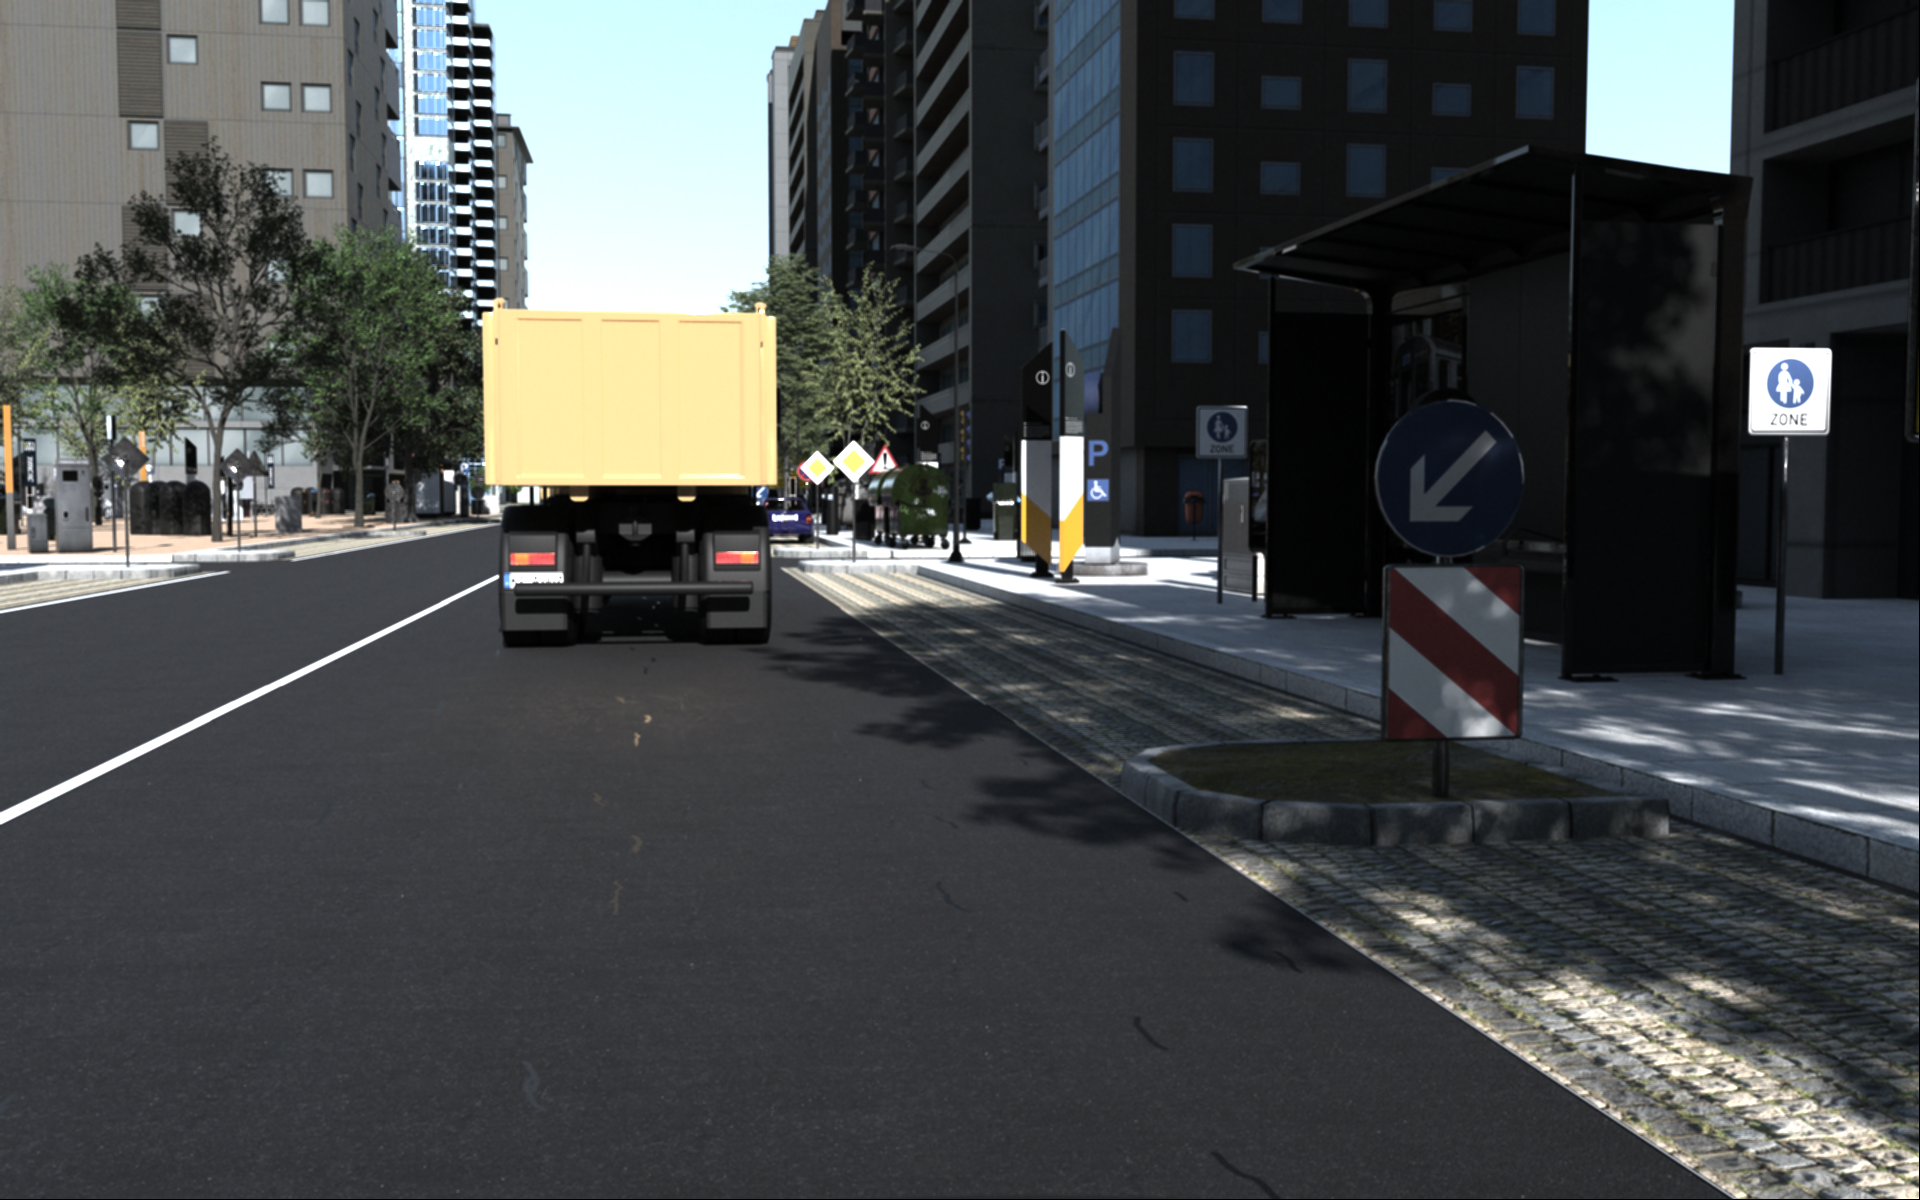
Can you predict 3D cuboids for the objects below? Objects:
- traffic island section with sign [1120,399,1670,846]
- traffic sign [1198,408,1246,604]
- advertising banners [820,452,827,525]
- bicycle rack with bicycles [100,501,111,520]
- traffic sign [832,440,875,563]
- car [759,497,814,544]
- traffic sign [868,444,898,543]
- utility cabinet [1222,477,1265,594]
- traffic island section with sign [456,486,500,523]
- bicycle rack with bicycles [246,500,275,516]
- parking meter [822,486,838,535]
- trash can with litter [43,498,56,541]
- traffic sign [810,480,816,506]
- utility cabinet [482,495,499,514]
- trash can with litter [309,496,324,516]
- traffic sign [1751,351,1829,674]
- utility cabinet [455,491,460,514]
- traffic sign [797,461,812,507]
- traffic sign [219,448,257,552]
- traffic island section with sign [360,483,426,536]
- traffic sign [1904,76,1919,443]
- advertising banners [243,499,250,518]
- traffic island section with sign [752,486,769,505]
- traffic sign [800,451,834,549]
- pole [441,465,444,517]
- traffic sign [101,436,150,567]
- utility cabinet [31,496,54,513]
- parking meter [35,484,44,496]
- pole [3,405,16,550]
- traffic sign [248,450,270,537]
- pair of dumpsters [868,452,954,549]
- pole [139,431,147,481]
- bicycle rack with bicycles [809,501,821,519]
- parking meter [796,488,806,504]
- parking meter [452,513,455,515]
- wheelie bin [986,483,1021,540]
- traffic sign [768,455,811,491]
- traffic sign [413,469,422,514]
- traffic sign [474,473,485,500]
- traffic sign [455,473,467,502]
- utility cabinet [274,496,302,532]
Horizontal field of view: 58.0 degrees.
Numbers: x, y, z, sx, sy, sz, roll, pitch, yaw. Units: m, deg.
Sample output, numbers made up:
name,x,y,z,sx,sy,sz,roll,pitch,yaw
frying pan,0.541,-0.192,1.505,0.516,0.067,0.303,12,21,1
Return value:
name,x,y,z,sx,sy,sz,roll,pitch,yaw
traffic island section with sign,1.820,0.039,7.990,1.989,1.847,2.006,-1,4,-10
traffic sign,3.041,-1.106,20.210,0.606,2.300,0.079,0,4,-7
advertising banners,-5.441,-4.646,72.146,0.090,3.025,2.074,-2,4,-28
bicycle rack with bicycles,-43.611,-4.413,85.530,2.852,0.926,2.925,-3,5,-44
traffic sign,-1.983,-1.754,32.326,0.795,2.450,0.064,-1,4,-10
car,-5.240,-2.329,50.654,1.945,1.354,3.894,-1,4,-10
traffic sign,-1.958,-2.774,45.353,0.884,2.594,0.081,0,4,-2
utility cabinet,3.744,-0.841,22.435,0.318,1.500,1.173,-1,4,-13
traffic island section with sign,-24.063,-4.764,86.526,1.989,1.847,2.006,-1,4,-10
bicycle rack with bicycles,-41.627,-5.480,102.986,2.852,0.926,2.925,3,5,41
parking meter,-4.003,-2.806,54.292,0.372,1.533,0.369,0,3,0
trash can with litter,-24.842,-2.226,47.790,1.055,1.170,0.624,3,5,42
traffic sign,-7.847,-5.569,91.050,0.884,2.594,0.081,0,4,-5
utility cabinet,-30.443,-6.179,112.183,1.020,1.237,0.306,-2,4,-33
trash can with litter,-37.418,-5.459,100.634,0.624,1.170,1.055,0,4,1
traffic sign,5.826,-0.619,12.255,0.606,2.300,0.079,0,4,-7
utility cabinet,-32.171,-6.203,110.090,1.173,1.500,0.318,2,4,28
traffic sign,-5.893,-4.078,66.777,0.768,2.556,0.104,-1,4,-9
traffic sign,-15.881,-2.108,38.111,0.795,2.450,0.064,-1,4,-10
traffic island section with sign,-19.582,-3.139,59.944,1.989,1.847,2.006,-1,4,-10
traffic sign,5.758,-0.899,8.569,2.265,3.308,0.079,0,4,-3
advertising banners,-39.137,-6.058,95.228,0.090,3.025,2.074,0,4,-7
traffic island section with sign,-7.407,-3.308,62.713,1.989,1.847,2.006,-1,4,-10
traffic sign,-3.309,-2.236,40.201,0.795,2.450,0.064,-1,4,-10
pole,-29.109,-6.330,97.340,0.158,3.312,0.155,0,3,0
traffic sign,-14.554,-1.627,30.237,0.795,2.450,0.064,-1,4,-10
utility cabinet,-32.736,-3.109,61.997,1.020,1.237,0.306,1,4,23
parking meter,-51.185,-5.543,96.338,0.399,1.863,0.255,1,4,20
pole,-21.819,-2.808,39.754,0.158,3.312,0.155,0,3,0
traffic sign,-21.025,-3.158,51.640,0.884,2.594,0.081,0,4,-2
pair of dumpsters,-1.206,-2.418,42.020,1.574,2.255,4.437,-1,4,-10
pole,-26.346,-3.794,55.867,0.158,3.312,0.155,0,3,0
bicycle rack with bicycles,-7.028,-5.354,100.919,2.925,0.926,2.852,-1,4,-11
parking meter,-6.366,-3.727,69.340,0.372,1.533,0.369,0,3,0
parking meter,-31.085,-5.968,105.989,0.372,1.533,0.369,0,3,0
wheelie bin,1.210,-2.461,48.142,0.980,1.594,0.693,0,4,-6
traffic sign,-8.912,-5.911,90.515,2.265,3.308,0.079,0,4,-7
traffic sign,-27.322,-5.300,86.766,0.768,2.556,0.104,-1,4,-9
traffic sign,-29.232,-6.447,105.513,0.768,2.556,0.104,0,4,-6
traffic sign,-30.159,-6.395,104.666,0.768,2.556,0.104,0,4,-1
utility cabinet,-22.609,-2.883,58.298,0.306,1.237,1.020,1,4,17
